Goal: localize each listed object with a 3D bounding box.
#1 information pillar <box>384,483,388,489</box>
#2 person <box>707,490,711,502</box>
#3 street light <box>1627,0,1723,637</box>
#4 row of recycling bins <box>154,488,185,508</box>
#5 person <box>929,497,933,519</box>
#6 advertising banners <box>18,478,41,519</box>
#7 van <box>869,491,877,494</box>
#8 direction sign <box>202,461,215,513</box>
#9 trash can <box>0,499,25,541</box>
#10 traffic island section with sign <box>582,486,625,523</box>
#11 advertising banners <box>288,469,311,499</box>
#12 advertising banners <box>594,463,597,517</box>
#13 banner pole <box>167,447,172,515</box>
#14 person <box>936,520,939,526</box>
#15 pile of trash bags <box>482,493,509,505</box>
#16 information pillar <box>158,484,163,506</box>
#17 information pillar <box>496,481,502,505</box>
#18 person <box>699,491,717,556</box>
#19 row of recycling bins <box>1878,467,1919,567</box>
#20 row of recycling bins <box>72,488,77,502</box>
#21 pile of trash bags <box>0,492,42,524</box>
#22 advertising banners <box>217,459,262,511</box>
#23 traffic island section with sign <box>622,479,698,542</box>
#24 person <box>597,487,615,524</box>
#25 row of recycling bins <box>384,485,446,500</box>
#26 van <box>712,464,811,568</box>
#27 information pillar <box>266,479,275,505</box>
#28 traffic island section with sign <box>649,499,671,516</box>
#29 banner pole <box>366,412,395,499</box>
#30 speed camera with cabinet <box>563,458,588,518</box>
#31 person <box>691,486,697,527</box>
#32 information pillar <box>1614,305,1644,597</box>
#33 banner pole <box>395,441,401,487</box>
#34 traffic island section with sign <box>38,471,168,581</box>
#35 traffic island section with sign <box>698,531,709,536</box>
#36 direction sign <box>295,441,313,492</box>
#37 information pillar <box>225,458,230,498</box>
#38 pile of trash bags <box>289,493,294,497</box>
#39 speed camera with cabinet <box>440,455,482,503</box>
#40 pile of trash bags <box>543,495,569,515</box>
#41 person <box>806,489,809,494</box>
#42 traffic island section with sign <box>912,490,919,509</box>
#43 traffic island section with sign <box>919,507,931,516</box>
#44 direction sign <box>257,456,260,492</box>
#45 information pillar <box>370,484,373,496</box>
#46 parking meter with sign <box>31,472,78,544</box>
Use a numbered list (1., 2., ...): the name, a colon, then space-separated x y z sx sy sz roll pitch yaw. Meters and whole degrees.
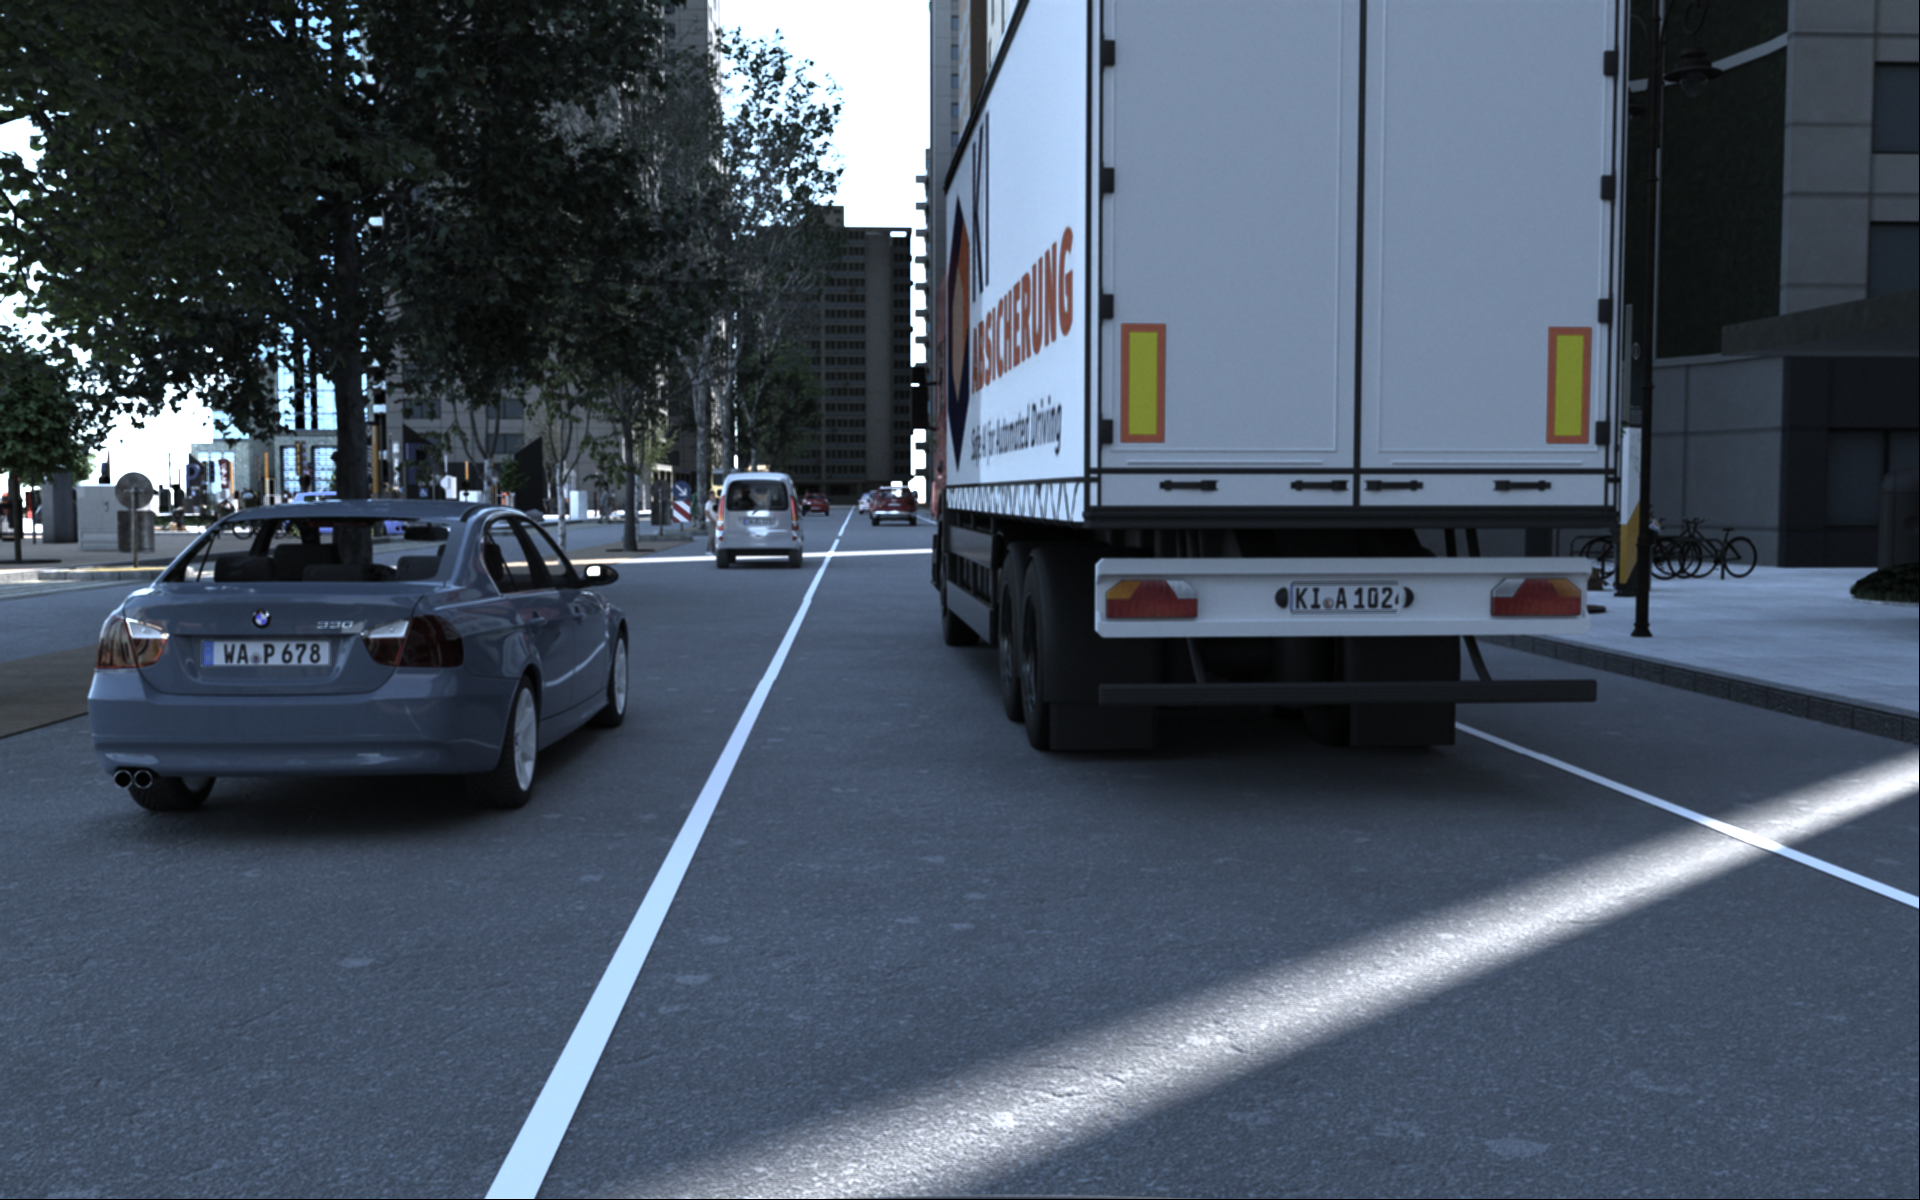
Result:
1. information pillar: -38.095 -6.755 114.941 0.304 2.012 0.304 -1 4 -9
2. person: -20.529 -8.114 141.722 0.434 1.755 0.990 0 4 -4
3. street light: 6.146 -2.609 15.440 0.468 5.910 1.993 0 4 -3
4. row of recycling bins: -55.762 -7.069 122.693 3.534 1.692 1.069 -3 5 -40
5. person: -1.438 -5.456 98.459 0.760 1.731 0.466 -1 4 -19
6. advertising banners: -47.743 -5.668 88.859 0.090 3.025 2.074 1 4 22
7. van: -10.269 -12.365 209.184 2.013 2.044 4.112 0 4 -2
8. direction sign: -51.405 -7.740 118.542 0.379 3.537 0.876 3 5 41
9. trash can: -25.782 -2.164 47.027 0.748 1.137 0.748 0 3 0
10. traffic island section with sign: -17.455 -4.686 85.245 1.989 1.847 2.006 0 4 -3
11. advertising banners: -45.512 -7.500 118.807 2.074 3.025 0.090 0 4 0
12. advertising banners: -20.264 -6.128 96.376 0.090 3.025 2.074 0 4 -7
13. banner pole: -41.669 -6.199 91.377 0.401 3.779 0.863 -1 4 -10
14. person: -0.994 -3.926 76.940 0.306 1.304 0.590 0 4 8
15. pile of trash bags: -27.651 -5.613 101.520 1.912 1.369 3.447 2 4 30
16. information pillar: -58.146 -7.433 126.020 0.304 2.012 0.304 -3 5 -43
17. information pillar: -24.725 -5.410 92.948 0.304 2.012 0.304 -1 4 -13
18. person: -5.799 -1.793 40.419 0.523 1.515 0.503 -1 4 -22
19. row of recycling bins: 15.305 -1.221 27.083 1.069 1.692 3.534 3 5 43
20. row of recycling bins: -54.085 -6.161 107.840 3.534 1.692 1.069 0 4 1
21. pile of trash bags: -38.736 -3.894 73.415 3.447 1.369 1.912 -3 5 -40
22. advertising banners: -36.246 -5.565 87.181 2.074 3.025 0.090 -3 4 -36
23. traffic island section with sign: -9.210 -2.739 52.925 2.006 1.907 1.989 0 4 -3
24. person: -17.030 -4.554 83.234 0.850 1.792 0.678 0 4 5
25. row of recycling bins: -24.007 -4.230 76.280 3.534 1.692 1.069 2 4 30
26. van: -4.009 -1.705 34.886 2.013 2.044 4.112 0 4 -5
27. information pillar: -32.920 -4.784 82.718 0.304 2.012 0.304 -3 5 -44
28. traffic island section with sign: -19.023 -6.333 112.175 1.989 1.847 2.006 0 4 -3
29. banner pole: -17.753 -3.824 52.534 0.863 3.779 0.401 -3 5 -42
30. speed camera with cabinet: -20.646 -6.015 92.686 0.660 3.252 2.038 -3 4 -39
31. person: -11.260 -4.004 74.217 0.529 1.795 0.600 2 4 29
32. information pillar: 8.429 -1.855 21.685 0.183 3.616 0.504 3 5 45
33. banner pole: -23.429 -4.996 71.703 0.863 3.779 0.401 3 4 36
34. traffic island section with sign: -14.241 -1.275 29.478 1.989 1.847 2.006 0 4 -3
35. traffic island section with sign: -9.627 -3.192 60.320 2.006 1.907 1.989 0 4 -3
36. direction sign: -28.106 -5.010 73.903 0.379 3.537 0.876 0 4 7
37. information pillar: -47.593 -7.427 112.794 0.504 3.616 0.183 1 4 14
38. pile of trash bags: -46.991 -6.787 120.715 1.912 1.369 3.447 -2 4 -31
39. speed camera with cabinet: -25.373 -5.732 88.056 2.038 3.252 0.660 0 4 8
40. pile of trash bags: -24.578 -5.875 105.814 1.912 1.369 3.447 1 4 21
41. person: -11.518 -7.436 130.095 0.388 1.821 0.555 0 4 -7
42. traffic island section with sign: -4.371 -9.467 163.405 1.989 1.847 2.006 0 4 -3
43. traffic island section with sign: -1.497 -6.430 113.762 1.989 1.847 2.006 0 4 -3
44. direction sign: -42.252 -6.874 104.386 0.379 3.537 0.876 -1 4 -14
45. information pillar: -43.004 -7.481 126.803 0.304 2.012 0.304 0 4 -6
46. parking meter with sign: -23.570 -2.995 45.236 0.543 3.016 1.738 1 4 16
